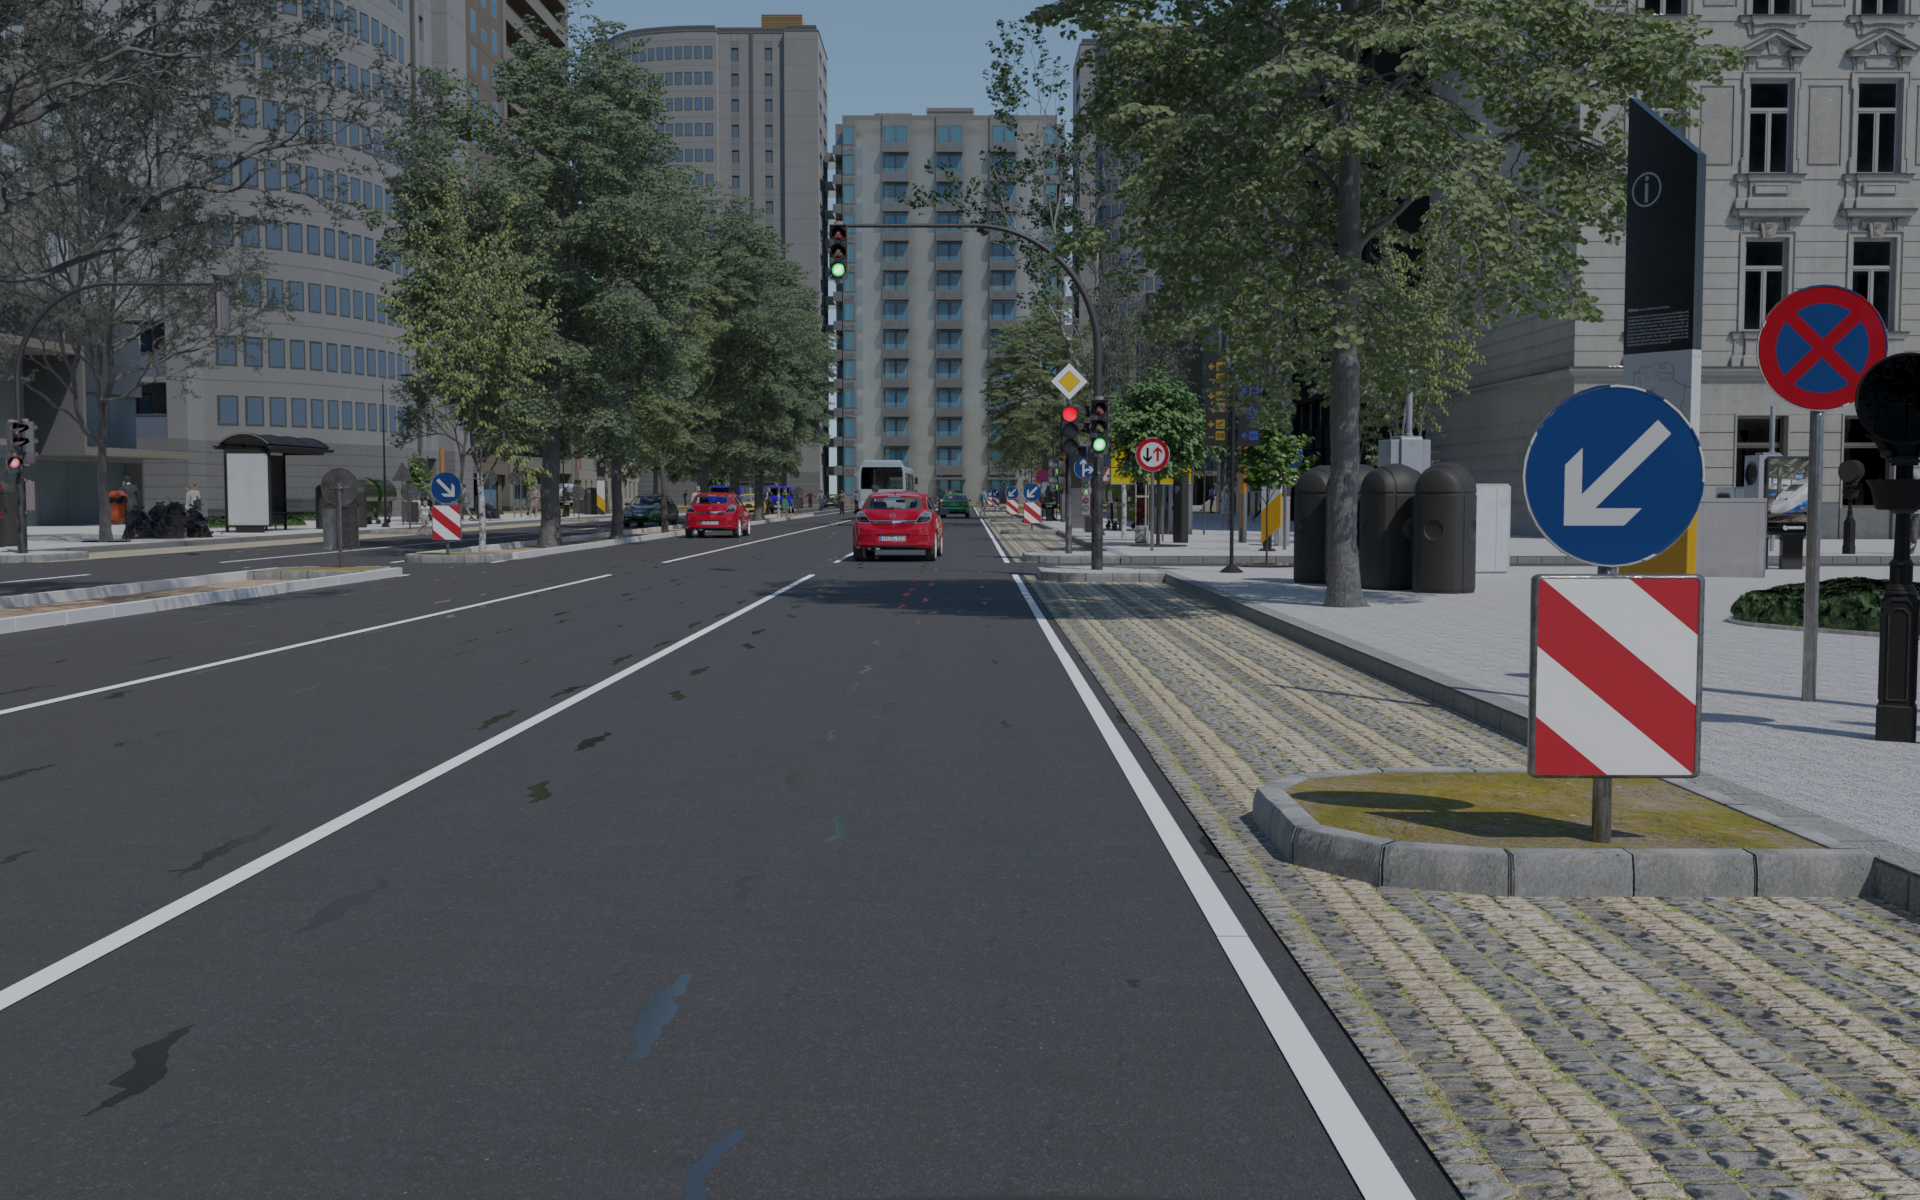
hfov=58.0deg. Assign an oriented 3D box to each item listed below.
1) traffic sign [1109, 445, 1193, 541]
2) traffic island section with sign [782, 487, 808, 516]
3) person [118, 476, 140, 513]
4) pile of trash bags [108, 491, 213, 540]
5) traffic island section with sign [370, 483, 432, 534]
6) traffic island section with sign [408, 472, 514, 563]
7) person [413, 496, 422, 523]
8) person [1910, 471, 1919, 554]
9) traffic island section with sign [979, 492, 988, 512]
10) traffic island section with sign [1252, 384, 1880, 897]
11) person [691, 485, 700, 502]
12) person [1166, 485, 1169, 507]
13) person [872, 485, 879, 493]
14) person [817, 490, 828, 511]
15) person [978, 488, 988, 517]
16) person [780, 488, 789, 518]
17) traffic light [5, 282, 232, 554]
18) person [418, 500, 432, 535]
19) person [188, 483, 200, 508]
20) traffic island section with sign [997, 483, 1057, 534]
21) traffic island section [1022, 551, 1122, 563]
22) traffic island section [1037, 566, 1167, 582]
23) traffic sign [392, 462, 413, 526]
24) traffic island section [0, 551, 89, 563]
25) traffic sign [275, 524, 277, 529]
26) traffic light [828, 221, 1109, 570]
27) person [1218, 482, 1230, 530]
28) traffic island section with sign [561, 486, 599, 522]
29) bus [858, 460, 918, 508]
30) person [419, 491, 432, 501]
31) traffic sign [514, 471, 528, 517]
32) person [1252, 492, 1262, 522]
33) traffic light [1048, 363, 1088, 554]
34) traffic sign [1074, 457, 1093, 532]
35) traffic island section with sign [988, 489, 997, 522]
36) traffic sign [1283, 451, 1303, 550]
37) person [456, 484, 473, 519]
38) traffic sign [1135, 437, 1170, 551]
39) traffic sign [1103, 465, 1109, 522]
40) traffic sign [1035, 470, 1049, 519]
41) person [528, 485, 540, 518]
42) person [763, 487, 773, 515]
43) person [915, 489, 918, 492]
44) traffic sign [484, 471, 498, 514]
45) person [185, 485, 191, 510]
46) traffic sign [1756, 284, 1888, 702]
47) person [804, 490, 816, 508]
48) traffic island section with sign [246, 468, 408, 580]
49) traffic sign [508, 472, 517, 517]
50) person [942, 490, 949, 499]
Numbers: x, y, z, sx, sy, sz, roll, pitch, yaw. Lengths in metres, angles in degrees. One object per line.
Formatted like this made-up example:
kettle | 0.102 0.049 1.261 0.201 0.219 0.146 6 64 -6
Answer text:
traffic sign | 5.186 -3.249 46.990 2.265 3.308 0.079 0 4 5
traffic island section with sign | -10.535 -6.364 112.192 2.006 1.907 1.989 0 4 0
person | -28.265 -3.272 58.910 0.474 1.900 0.648 1 4 14
pile of trash bags | -23.151 -2.437 49.601 1.912 1.369 3.447 1 4 12
traffic island section with sign | -19.859 -3.271 62.103 1.989 1.847 2.006 0 4 0
traffic island section with sign | -10.794 -1.769 37.054 2.006 1.907 1.989 0 4 0
person | -23.966 -3.995 76.382 0.505 1.210 0.382 -2 4 -25
person | 20.411 -1.859 36.931 0.782 1.767 0.515 0 4 -8
traffic island section with sign | 2.731 -7.980 139.100 1.989 1.847 2.006 0 4 0
traffic island section with sign | 2.266 0.096 7.059 1.989 1.847 2.006 0 4 0
person | -10.520 -3.707 69.459 0.694 1.780 0.624 -2 4 -29
person | 8.983 -4.226 75.116 0.794 1.824 0.713 -3 5 -43
person | -2.694 -2.865 56.177 0.563 1.720 0.643 3 4 37
person | -11.741 -8.466 146.996 0.705 1.814 1.350 3 4 37
person | 1.437 -6.145 108.832 0.748 1.841 0.638 -2 4 -24
person | -10.142 -5.588 100.118 0.529 1.795 0.600 0 4 4
traffic light | -18.146 -3.832 37.325 4.771 5.953 1.251 0 4 0
person | -18.664 -2.871 60.463 0.505 1.210 0.382 -3 5 -40
person | -32.209 -4.048 72.981 0.760 1.731 0.466 2 4 25
traffic island section with sign | 2.446 -3.262 61.967 1.989 1.847 2.006 0 4 0
traffic island section | 2.363 -0.921 37.347 2.009 0.180 2.903 0 4 0
traffic island section | 2.335 -0.433 29.362 2.009 0.180 2.903 0 4 0
traffic sign | -22.717 -4.317 70.587 0.884 2.594 0.081 0 4 3
traffic island section | -20.278 -0.927 37.432 2.009 0.180 2.903 0 4 0
traffic sign | -24.770 -3.700 62.632 0.606 2.300 0.079 0 4 5
traffic light | 0.202 -3.330 29.114 4.771 5.953 1.251 0 4 0
person | 9.501 -3.367 62.098 0.522 1.701 0.512 1 4 23
traffic island section with sign | -19.769 -4.948 89.533 1.989 1.847 2.006 0 4 0
bus | -4.132 -6.453 100.369 2.948 3.499 13.247 0 4 1
person | -27.603 -5.091 89.051 0.659 1.850 0.755 3 5 44
traffic sign | -24.132 -5.815 95.175 0.768 2.556 0.104 0 4 7
person | 13.561 -4.411 78.000 0.795 1.843 0.661 0 4 -8
traffic light | 2.323 -2.955 37.233 0.839 4.253 0.868 0 4 0
traffic sign | 4.254 -3.594 58.872 0.768 2.556 0.104 0 4 2
traffic island section with sign | 2.553 -4.911 88.922 1.989 1.847 2.006 0 4 0
traffic sign | 7.469 -2.428 39.802 0.768 2.556 0.104 0 4 1
person | -25.038 -4.975 87.664 0.850 1.792 0.678 0 4 5
traffic sign | 4.334 -2.382 39.045 0.768 2.556 0.104 0 4 4
traffic sign | 6.717 -4.784 78.219 0.884 2.594 0.081 0 4 5
traffic sign | 4.297 -5.526 90.453 0.768 2.556 0.104 1 4 9
person | -22.956 -5.321 93.387 0.599 1.781 0.374 0 4 7
person | -12.247 -6.268 110.351 0.648 1.900 0.474 -1 4 -17
person | -3.377 -7.654 133.733 1.350 1.814 0.705 1 4 22
traffic sign | -25.061 -5.650 92.478 0.768 2.556 0.104 1 4 8
person | -36.727 -4.616 82.513 0.522 1.701 0.512 0 4 1
traffic sign | 5.255 -0.645 10.645 0.768 2.556 0.104 0 4 6
person | -14.924 -10.035 172.535 1.348 1.831 0.705 0 4 6
traffic island section with sign | -10.830 -1.316 29.647 2.006 1.907 1.989 0 4 0
traffic sign | -25.323 -6.011 98.386 0.768 2.556 0.104 1 4 9
person | -1.069 -7.401 130.230 0.721 1.743 1.217 -3 4 -38
